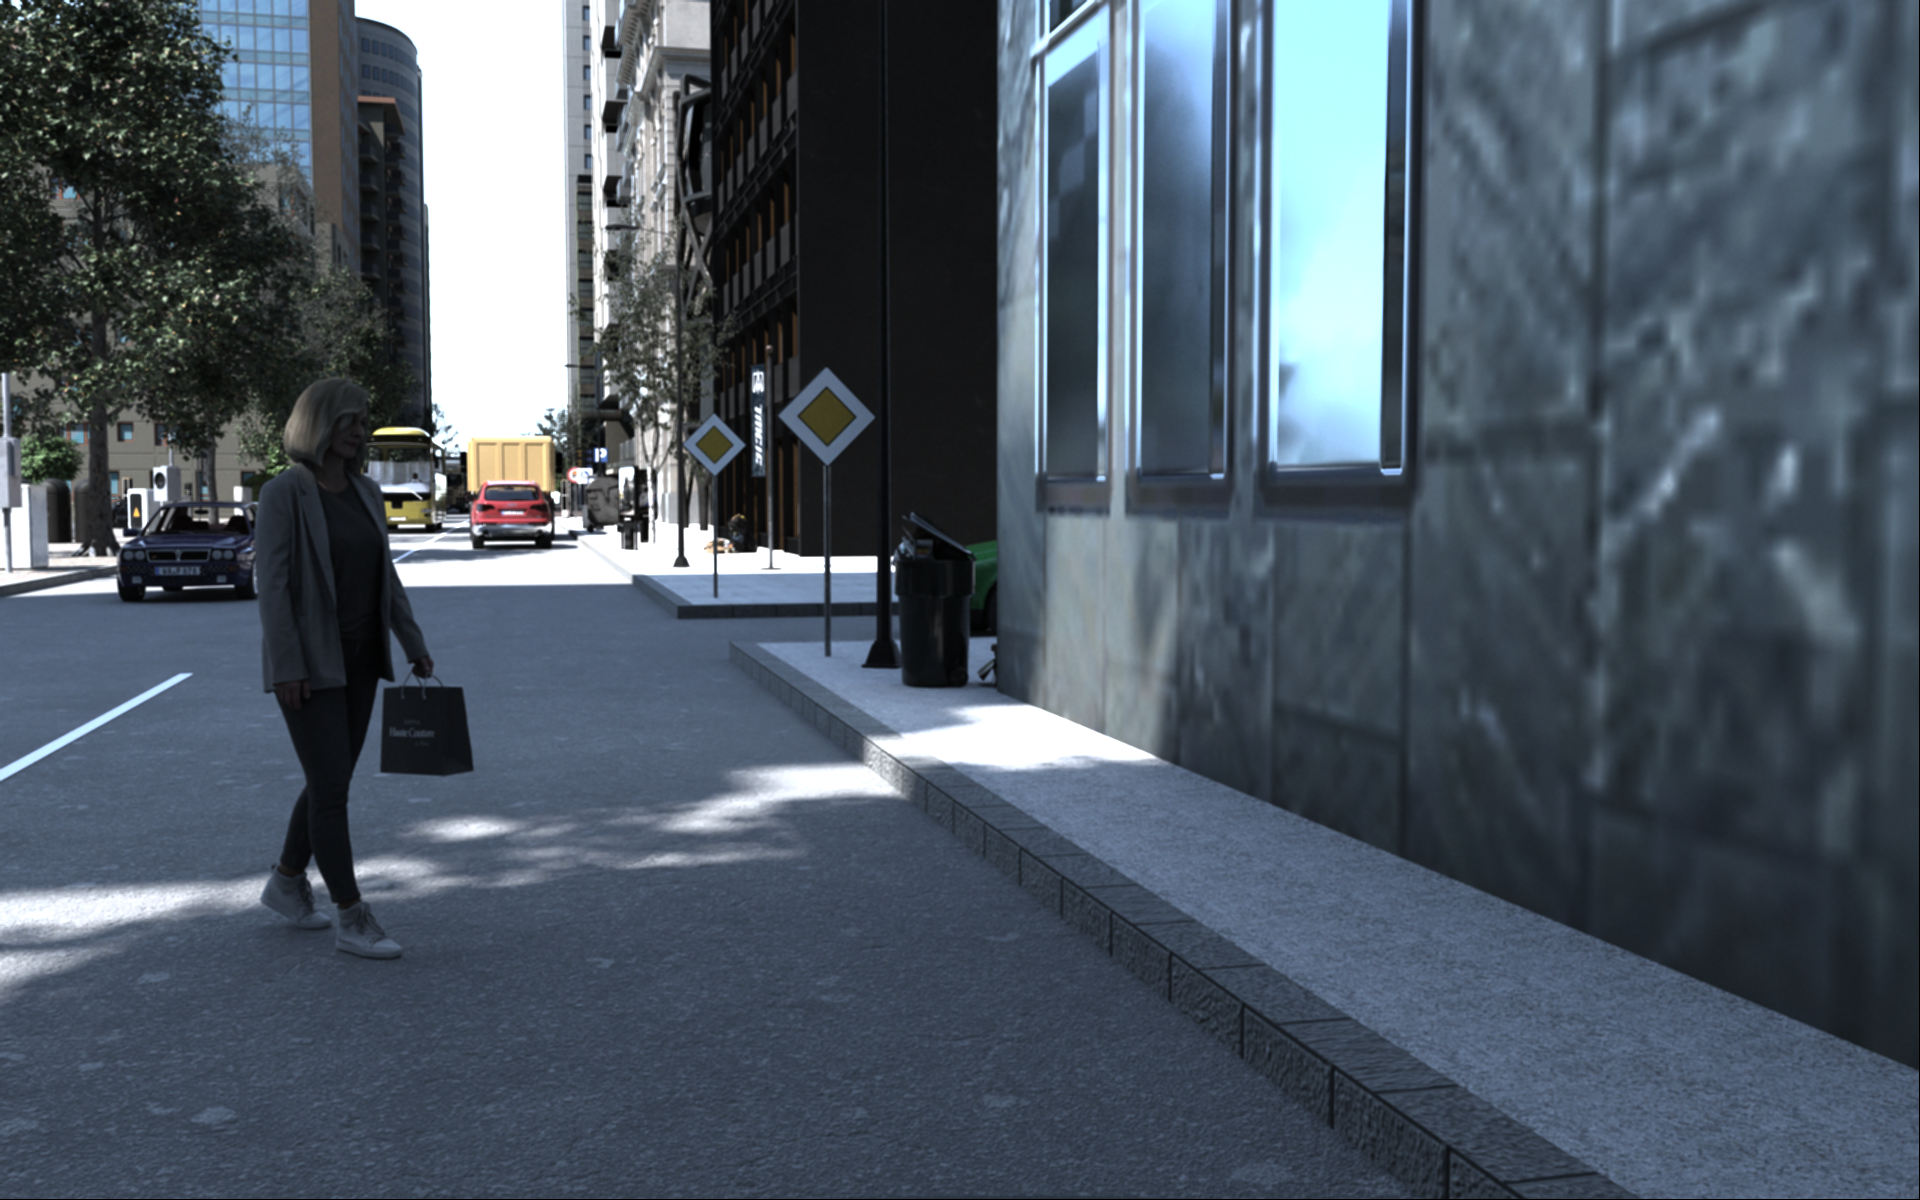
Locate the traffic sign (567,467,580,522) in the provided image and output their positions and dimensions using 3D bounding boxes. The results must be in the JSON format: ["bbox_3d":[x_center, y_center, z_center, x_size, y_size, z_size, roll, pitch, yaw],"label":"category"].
[{"bbox_3d":[-17.889,-4.924,80.612,0.768,2.556,0.104,0,4,-8],"label":"traffic sign"}]

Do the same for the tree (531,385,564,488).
[{"bbox_3d":[-25.239,-9.879,111.883,4.360,8.622,3.978,0,3,0],"label":"tree"}]

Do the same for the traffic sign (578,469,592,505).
[{"bbox_3d":[-15.030,-4.118,69.454,0.606,2.300,0.079,-1,4,-8],"label":"traffic sign"}]

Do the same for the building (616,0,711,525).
[{"bbox_3d":[-9.004,-18.157,84.256,14.401,28.519,23.554,-1,4,-14],"label":"building"}]

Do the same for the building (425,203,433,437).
[{"bbox_3d":[-79.303,-33.728,235.039,14.154,41.232,14.086,-1,4,-14],"label":"building"}]

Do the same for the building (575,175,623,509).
[{"bbox_3d":[-28.361,-23.786,160.595,14.160,30.474,14.107,-1,4,-14],"label":"building"}]

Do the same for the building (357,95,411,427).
[{"bbox_3d":[-70.936,-32.455,185.255,22.147,44.769,28.867,-1,4,-14],"label":"building"}]

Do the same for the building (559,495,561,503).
[{"bbox_3d":[-39.575,-33.626,241.660,32.217,40.220,23.993,-1,4,-14],"label":"building"}]

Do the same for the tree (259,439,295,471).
[{"bbox_3d":[-23.949,-4.048,60.785,1.663,3.219,1.824,0,3,0],"label":"tree"}]

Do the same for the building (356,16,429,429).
[{"bbox_3d":[-77.325,-41.045,213.084,21.231,58.520,28.212,-1,4,-14],"label":"building"}]

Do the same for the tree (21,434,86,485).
[{"bbox_3d":[-42.763,-5.952,81.024,4.285,4.588,4.351,0,3,0],"label":"tree"}]

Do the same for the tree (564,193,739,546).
[{"bbox_3d":[-7.550,-5.630,42.407,4.360,8.622,3.978,0,3,0],"label":"tree"}]

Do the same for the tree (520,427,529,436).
[{"bbox_3d":[-35.810,-12.226,150.263,4.360,8.622,3.978,0,3,0],"label":"tree"}]

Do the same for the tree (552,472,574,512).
[{"bbox_3d":[-28.973,-8.009,125.548,1.663,3.219,1.824,0,3,0],"label":"tree"}]

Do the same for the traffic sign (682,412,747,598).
[{"bbox_3d":[-3.026,-1.084,21.372,0.795,2.450,0.064,-1,4,-14],"label":"traffic sign"}]

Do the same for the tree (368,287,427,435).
[{"bbox_3d":[-30.965,-10.261,84.778,9.611,12.733,9.660,0,3,0],"label":"tree"}]

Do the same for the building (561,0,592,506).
[{"bbox_3d":[-33.648,-39.908,194.492,21.231,58.520,28.212,-1,4,-14],"label":"building"}]

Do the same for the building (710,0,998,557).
[{"bbox_3d":[0.774,-13.080,43.536,12.332,23.373,15.834,-1,4,-14],"label":"building"}]

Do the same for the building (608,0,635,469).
[{"bbox_3d":[-10.571,-30.142,112.425,23.786,49.044,30.456,-1,4,-14],"label":"building"}]

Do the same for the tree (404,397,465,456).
[{"bbox_3d":[-50.481,-14.099,164.931,7.601,10.594,8.767,-1,4,-11],"label":"tree"}]

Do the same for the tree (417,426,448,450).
[{"bbox_3d":[-54.564,-13.896,177.563,4.360,8.622,3.978,0,3,0],"label":"tree"}]

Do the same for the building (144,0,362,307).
[{"bbox_3d":[-50.939,-28.996,124.201,14.600,45.320,14.200,-1,4,-14],"label":"building"}]

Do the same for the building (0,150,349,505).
[{"bbox_3d":[-51.841,-15.723,102.113,27.650,21.520,28.899,-1,4,-14],"label":"building"}]

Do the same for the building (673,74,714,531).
[{"bbox_3d":[-2.358,-12.110,65.456,16.820,18.784,16.811,-1,4,-14],"label":"building"}]

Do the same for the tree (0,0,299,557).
[{"bbox_3d":[-17.659,-7.245,35.471,9.611,12.733,9.660,0,3,0],"label":"tree"}]

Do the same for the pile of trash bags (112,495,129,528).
[{"bbox_3d":[-33.595,-3.654,69.499,3.447,1.369,1.912,0,4,-8],"label":"pile of trash bags"}]

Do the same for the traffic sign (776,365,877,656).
[{"bbox_3d":[-1.048,-0.611,13.635,0.795,2.450,0.064,-1,4,-14],"label":"traffic sign"}]

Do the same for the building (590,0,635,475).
[{"bbox_3d":[-15.655,-33.739,140.865,28.713,52.752,27.495,-1,4,-14],"label":"building"}]

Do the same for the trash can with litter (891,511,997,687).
[{"bbox_3d":[0.068,-0.019,11.694,1.055,1.170,0.624,0,4,-3],"label":"trash can with litter"}]

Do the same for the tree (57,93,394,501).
[{"bbox_3d":[-21.903,-8.547,50.113,12.009,13.543,11.850,0,3,0],"label":"tree"}]

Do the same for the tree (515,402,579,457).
[{"bbox_3d":[-41.647,-14.704,174.826,8.767,10.594,7.601,-1,4,-21],"label":"tree"}]

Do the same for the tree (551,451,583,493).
[{"bbox_3d":[-29.829,-8.920,129.554,4.285,4.588,4.351,0,3,0],"label":"tree"}]
